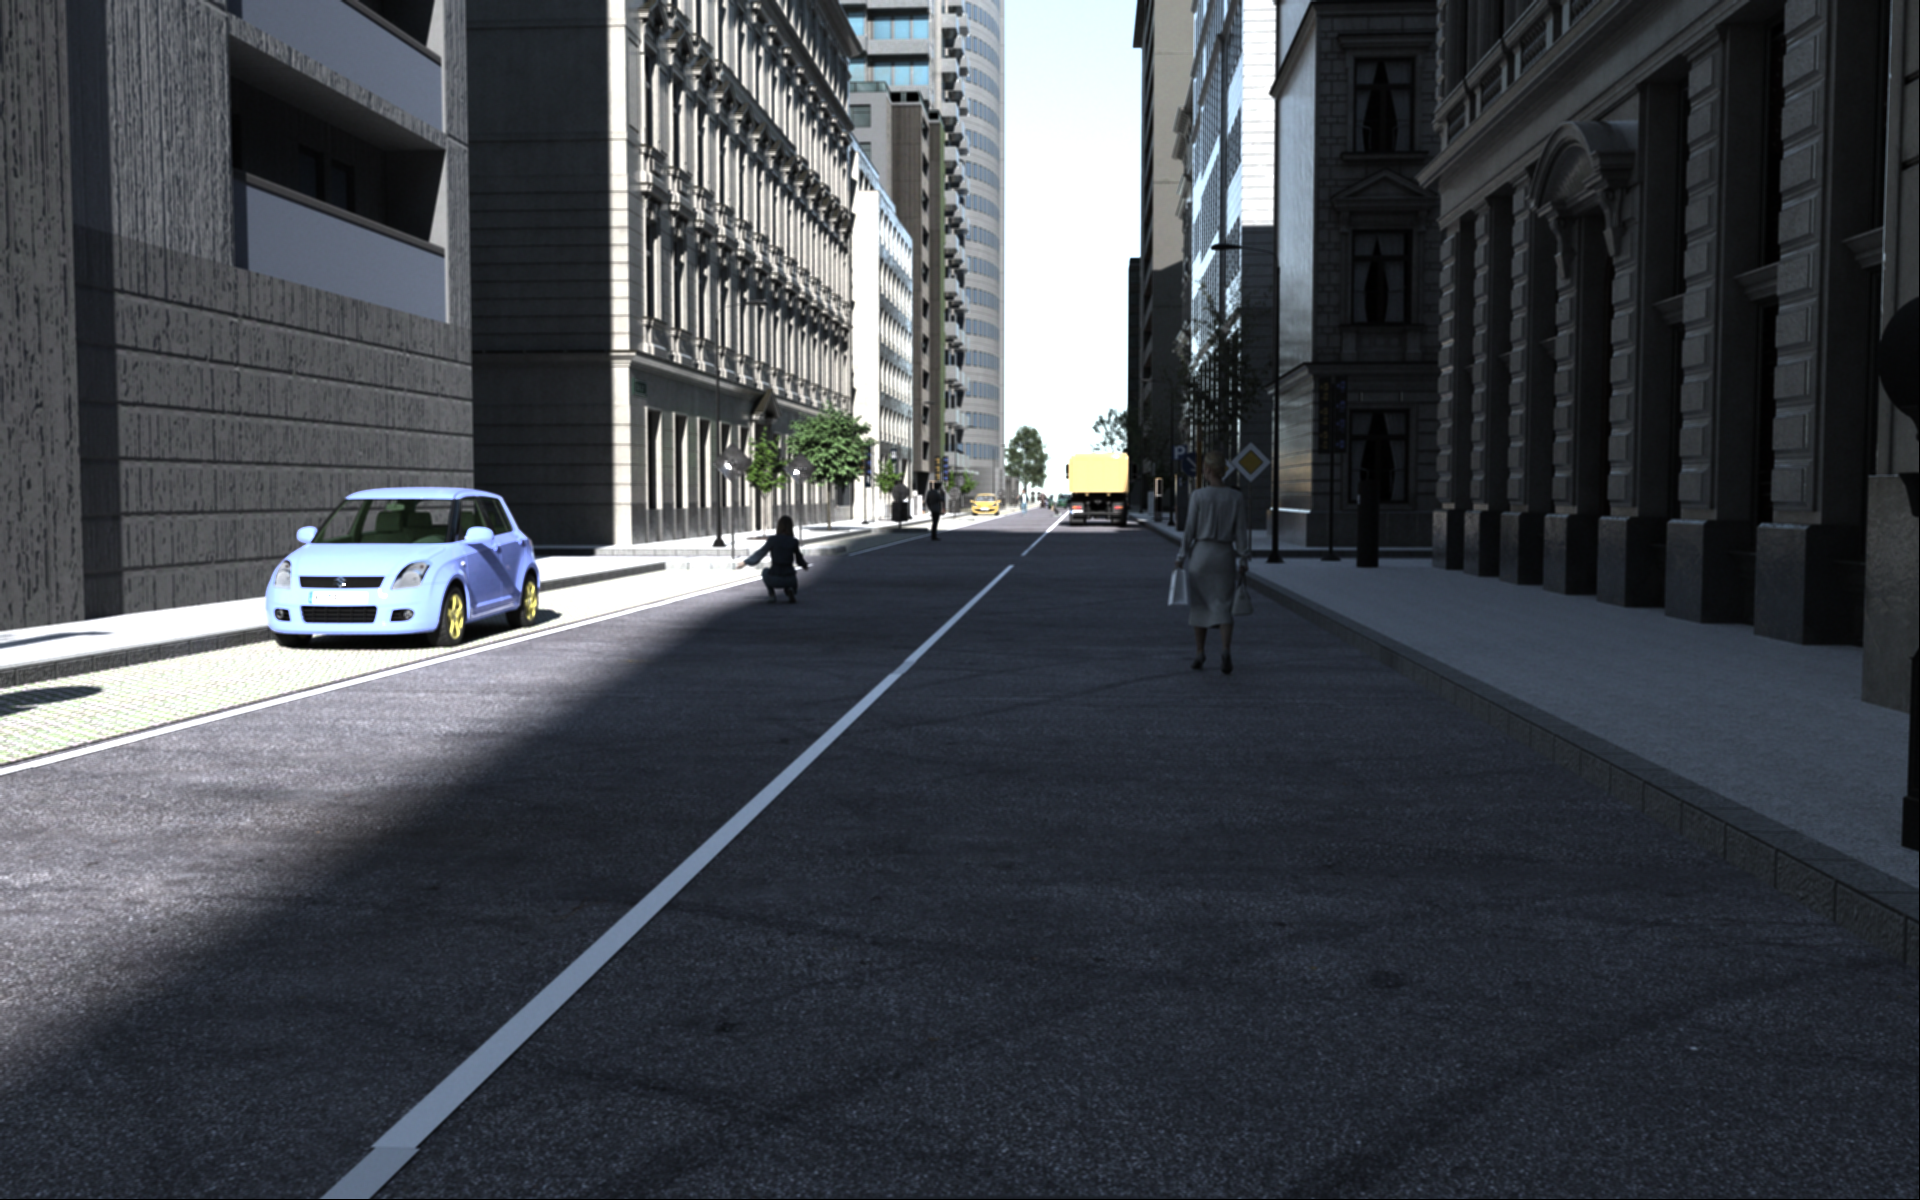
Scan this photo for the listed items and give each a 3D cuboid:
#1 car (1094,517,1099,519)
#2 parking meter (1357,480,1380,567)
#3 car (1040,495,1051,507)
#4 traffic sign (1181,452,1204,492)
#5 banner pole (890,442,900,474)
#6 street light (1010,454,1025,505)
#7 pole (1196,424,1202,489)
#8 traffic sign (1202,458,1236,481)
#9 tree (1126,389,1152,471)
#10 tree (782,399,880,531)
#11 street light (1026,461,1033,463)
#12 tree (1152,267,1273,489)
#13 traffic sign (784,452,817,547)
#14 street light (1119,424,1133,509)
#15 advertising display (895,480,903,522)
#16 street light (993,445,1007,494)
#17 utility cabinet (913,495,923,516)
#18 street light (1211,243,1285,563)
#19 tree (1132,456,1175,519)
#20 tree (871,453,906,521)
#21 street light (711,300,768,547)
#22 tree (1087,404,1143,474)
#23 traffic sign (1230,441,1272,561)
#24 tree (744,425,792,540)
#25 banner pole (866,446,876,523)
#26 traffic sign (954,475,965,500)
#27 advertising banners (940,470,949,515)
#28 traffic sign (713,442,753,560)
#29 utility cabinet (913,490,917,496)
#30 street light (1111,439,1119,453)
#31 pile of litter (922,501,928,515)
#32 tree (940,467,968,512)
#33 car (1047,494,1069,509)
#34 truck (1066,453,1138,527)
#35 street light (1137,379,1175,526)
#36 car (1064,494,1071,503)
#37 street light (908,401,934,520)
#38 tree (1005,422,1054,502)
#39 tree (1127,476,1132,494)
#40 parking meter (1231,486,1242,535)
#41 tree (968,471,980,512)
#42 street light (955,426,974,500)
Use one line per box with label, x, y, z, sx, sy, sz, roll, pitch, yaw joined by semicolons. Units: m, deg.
car;8.693;-5.547;100.917;2.015;1.641;3.980;0;4;2
parking meter;7.166;-1.346;30.415;0.372;1.533;0.369;0;3;0
car;9.814;-10.897;190.738;1.945;1.354;3.894;0;4;3
traffic sign;7.047;-3.186;52.195;0.768;2.556;0.104;1;4;9
banner pole;-3.114;-5.758;84.156;0.401;3.779;0.863;-3;5;-44
street light;6.451;-13.969;200.939;1.470;5.913;1.316;0;4;4
pole;6.999;-3.479;50.719;0.158;3.312;0.155;0;3;0
traffic sign;6.121;-2.284;40.993;0.795;2.450;0.064;0;4;4
tree;13.613;-10.379;120.055;4.360;8.622;3.978;0;3;0
tree;-4.460;-4.665;59.994;4.285;4.588;4.351;0;3;0
street light;9.730;-16.742;246.278;1.470;5.913;1.316;0;4;4
tree;8.534;-6.503;56.684;4.360;8.622;3.978;0;3;0
traffic sign;-3.845;-2.330;41.745;0.795;2.450;0.064;0;4;4
street light;11.542;-8.736;115.368;1.470;5.913;1.316;0;4;4
advertising display;-2.776;-4.495;78.702;0.123;1.923;0.974;1;4;15
street light;3.733;-11.683;163.564;1.470;5.913;1.316;0;4;4
utility cabinet;-2.474;-5.517;101.364;0.306;1.237;1.020;-1;4;-16
street light;5.343;-3.649;32.201;1.470;5.913;1.316;0;4;4
tree;10.219;-5.765;88.857;1.663;3.219;1.824;0;3;0
tree;-3.310;-5.350;82.075;1.663;3.219;1.824;0;3;0
street light;-5.289;-4.228;41.668;1.470;5.913;1.316;0;4;4
tree;18.558;-16.789;200.258;9.928;11.665;9.643;0;3;0
traffic sign;5.535;-1.797;33.029;0.795;2.450;0.064;0;4;4
tree;-5.397;-3.319;48.869;1.663;3.219;1.824;0;3;0
banner pole;-4.060;-5.402;78.331;0.401;3.779;0.863;-3;4;-38
traffic sign;-0.029;-7.126;116.614;0.768;2.556;0.104;1;4;11
advertising banners;-1.016;-6.885;108.762;0.090;3.025;2.074;-1;4;-16
traffic sign;-4.431;-1.843;33.781;0.795;2.450;0.064;0;4;4
utility cabinet;-3.188;-5.917;105.422;1.173;1.500;0.318;-1;4;-10
street light;13.729;-10.611;146.025;1.470;5.913;1.316;0;4;4
pile of litter;-2.680;-6.017;112.346;1.176;0.858;1.719;0;4;3
tree;-0.543;-7.831;122.632;1.663;3.219;1.824;0;3;0
car;9.557;-9.639;169.389;2.131;1.459;4.920;0;4;4
truck;6.483;-5.155;80.209;3.469;3.379;9.791;0;4;6
street light;8.023;-5.964;70.046;1.470;5.913;1.316;0;4;4
car;14.193;-13.667;232.252;1.959;1.807;4.718;0;4;5
street light;-1.998;-7.001;87.006;1.470;5.913;1.316;0;4;4
tree;10.459;-21.924;275.464;9.611;12.733;9.660;0;3;0
tree;15.323;-10.026;158.529;1.663;3.219;1.824;0;3;0
parking meter;8.754;-2.842;54.873;0.372;1.533;0.369;0;3;0
tree;0.368;-8.150;127.853;1.663;3.219;1.824;0;3;0
street light;0.260;-8.898;118.025;1.470;5.913;1.316;0;4;4
